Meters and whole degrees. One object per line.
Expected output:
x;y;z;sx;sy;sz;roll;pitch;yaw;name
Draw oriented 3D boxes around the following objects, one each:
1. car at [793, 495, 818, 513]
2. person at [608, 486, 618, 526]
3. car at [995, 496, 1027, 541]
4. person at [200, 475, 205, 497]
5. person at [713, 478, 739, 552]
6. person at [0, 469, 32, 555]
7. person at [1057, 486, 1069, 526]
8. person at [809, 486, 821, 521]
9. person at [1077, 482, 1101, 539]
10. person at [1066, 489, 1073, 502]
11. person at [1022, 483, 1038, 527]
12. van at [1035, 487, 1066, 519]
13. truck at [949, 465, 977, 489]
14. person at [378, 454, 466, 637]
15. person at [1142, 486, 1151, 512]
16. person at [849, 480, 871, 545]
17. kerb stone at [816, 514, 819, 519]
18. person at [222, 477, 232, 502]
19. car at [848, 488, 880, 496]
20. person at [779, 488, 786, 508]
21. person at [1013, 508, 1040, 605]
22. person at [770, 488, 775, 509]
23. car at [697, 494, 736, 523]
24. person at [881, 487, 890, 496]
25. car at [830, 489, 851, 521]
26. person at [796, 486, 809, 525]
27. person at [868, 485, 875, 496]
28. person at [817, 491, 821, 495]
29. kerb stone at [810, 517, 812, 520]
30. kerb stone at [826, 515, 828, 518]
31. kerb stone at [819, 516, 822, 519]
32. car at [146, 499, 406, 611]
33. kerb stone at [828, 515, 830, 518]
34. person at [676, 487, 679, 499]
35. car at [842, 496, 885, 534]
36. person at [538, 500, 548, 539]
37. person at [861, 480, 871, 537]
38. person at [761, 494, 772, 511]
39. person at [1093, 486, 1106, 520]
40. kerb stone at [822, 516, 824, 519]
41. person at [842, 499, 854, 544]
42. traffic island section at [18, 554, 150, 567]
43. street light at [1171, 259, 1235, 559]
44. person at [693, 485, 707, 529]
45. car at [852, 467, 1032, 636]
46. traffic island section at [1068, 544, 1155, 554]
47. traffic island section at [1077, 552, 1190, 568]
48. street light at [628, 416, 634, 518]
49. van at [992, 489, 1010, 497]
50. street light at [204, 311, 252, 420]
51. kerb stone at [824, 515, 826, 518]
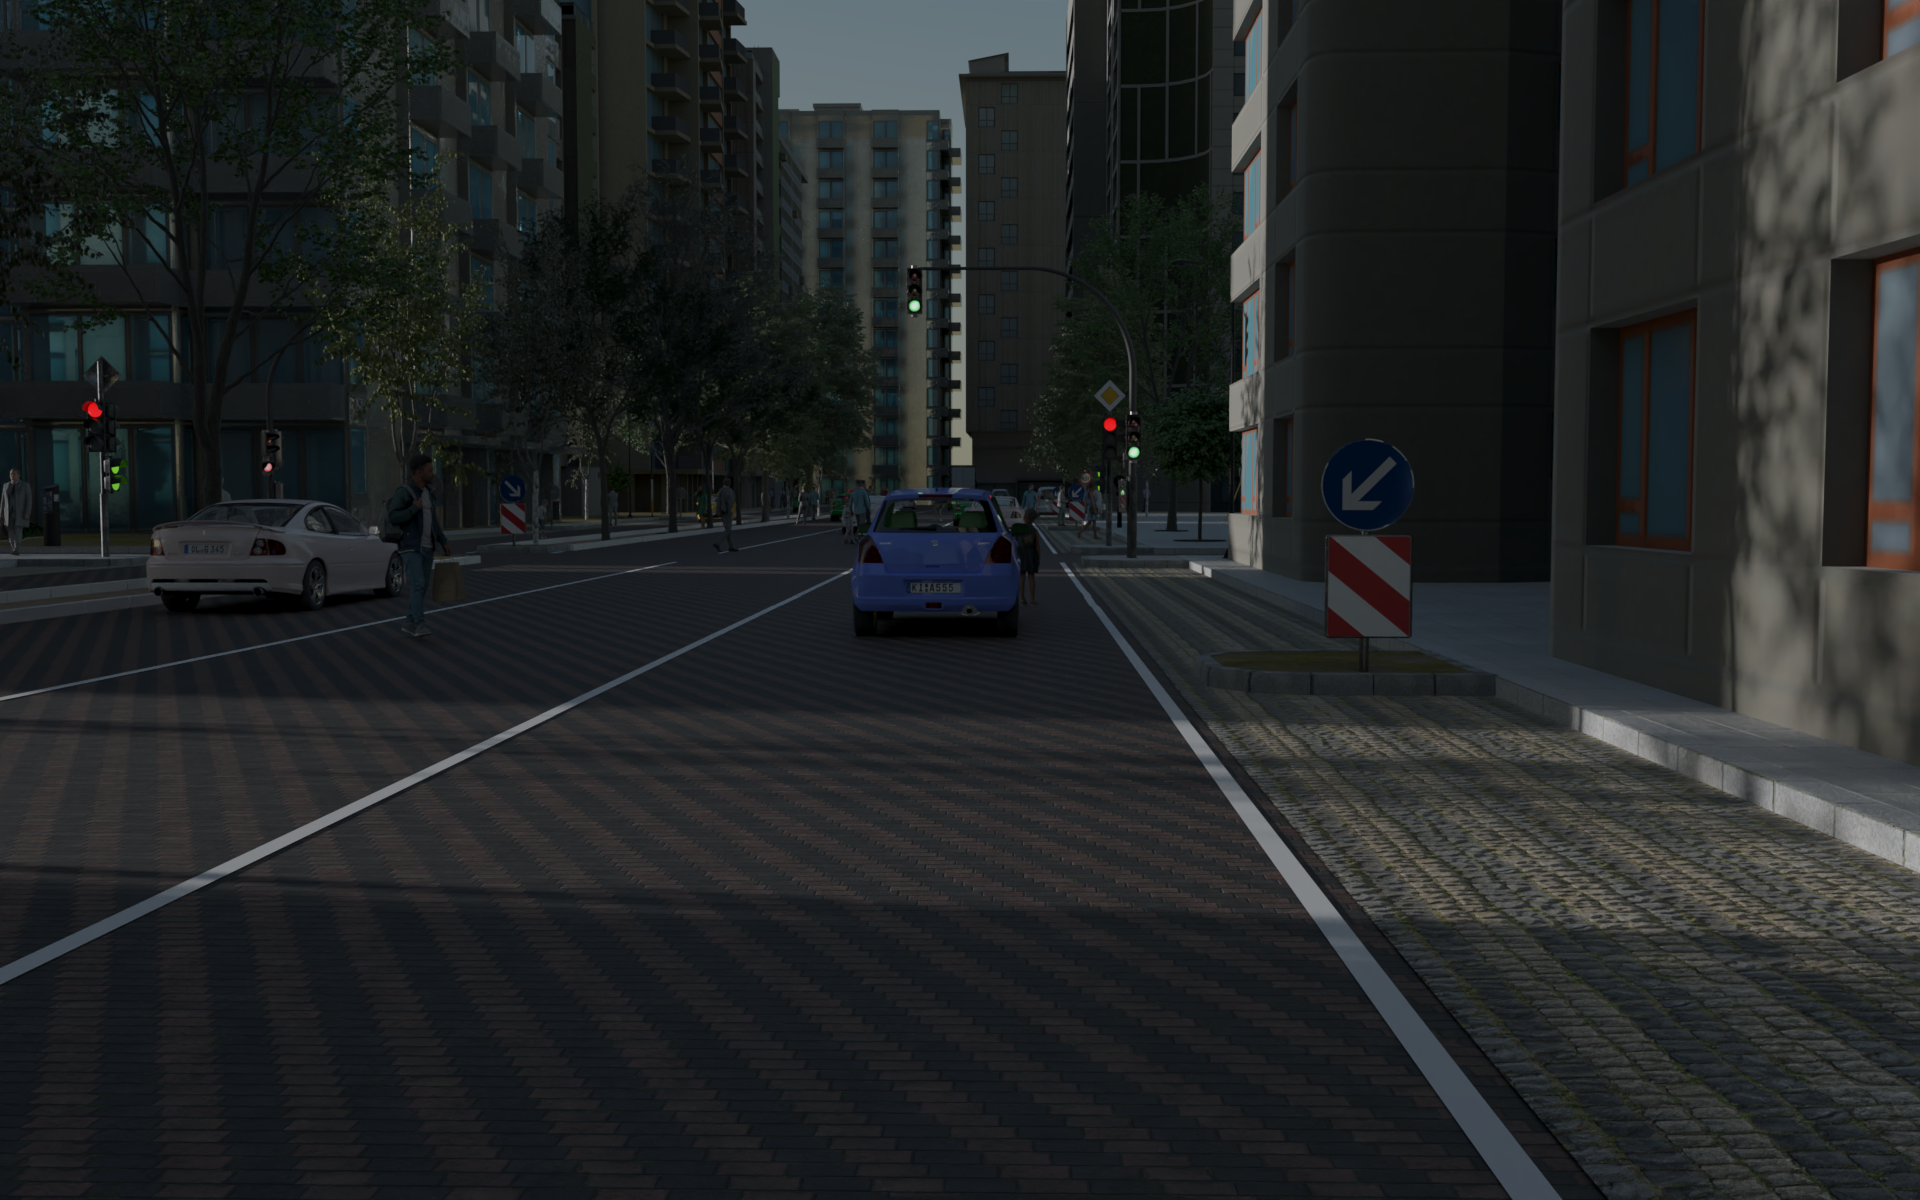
-11.823;-7.626;133.473;1.959;1.807;4.718;0;4;2;car
-15.664;-4.237;77.956;0.466;1.800;0.511;3;5;44;person
1.138;-2.558;54.179;2.083;1.381;4.827;0;4;3;car
-21.834;-2.737;50.595;0.655;1.846;0.447;-1;4;-14;person
-5.778;-2.096;42.873;0.850;1.850;0.679;-3;5;-44;person
-19.810;-1.841;36.253;0.694;1.812;0.767;0;4;-4;person
4.610;-4.179;77.032;0.583;1.804;0.606;0;4;0;person
-7.739;-5.084;91.487;0.638;1.841;0.748;2;4;28;person
4.125;-2.826;54.801;0.778;1.811;0.616;-1;4;-10;person
8.333;-7.497;129.448;1.217;1.723;0.721;-3;5;-44;person
2.756;-3.587;67.009;0.638;1.841;0.748;2;4;33;person
5.199;-5.721;100.545;2.013;2.044;4.112;0;4;1;van
0.328;-11.235;172.610;2.839;4.237;11.283;0;3;0;truck
-5.324;-0.532;17.182;0.713;1.824;0.794;3;4;38;person
12.913;-7.011;120.544;0.709;1.838;0.599;1;4;23;person
-2.873;-2.464;48.654;0.638;1.841;0.748;2;4;35;person
-8.212;-4.603;97.477;0.120;0.150;1.000;0;4;2;kerb stone
-13.351;-1.369;31.377;0.515;1.767;0.782;1;4;13;person
-6.212;-6.177;109.660;2.281;1.827;5.304;0;4;1;car
-15.806;-9.067;154.151;0.709;1.838;0.599;0;4;-6;person
0.856;-0.562;22.361;0.362;1.253;0.373;1;4;10;person
-16.309;-8.890;151.265;0.599;1.838;0.709;0;4;5;person
-12.192;-4.717;87.353;2.015;1.641;3.980;0;4;0;car
-4.136;-5.383;96.480;0.580;1.828;0.573;0;4;-1;person
-5.876;-5.084;91.925;1.959;1.807;4.718;0;4;0;car
-7.279;-4.359;80.040;0.520;1.790;0.573;-3;4;-36;person
-3.819;-4.042;74.693;0.767;1.812;0.694;2;4;27;person
-15.602;-11.237;190.432;0.551;1.740;0.621;0;4;-1;person
-8.307;-4.416;94.405;0.120;0.150;1.000;0;4;2;kerb stone
-8.069;-4.918;102.607;0.120;0.150;1.000;0;4;2;kerb stone
-8.165;-4.725;99.528;0.120;0.150;1.000;0;4;2;kerb stone
-8.783;-0.628;22.625;2.083;1.381;4.827;0;4;1;car
-8.039;-4.978;103.632;0.120;0.150;1.000;0;4;2;kerb stone
-18.704;-6.612;114.256;0.850;1.850;0.679;1;4;23;person
-3.242;-3.115;63.292;2.083;1.381;4.827;0;4;2;car
-13.390;-2.592;55.558;0.352;1.250;0.332;-1;4;-20;person
-3.173;-3.058;57.855;0.648;1.900;0.474;2;4;32;person
-12.074;-6.098;108.306;0.694;1.812;0.767;2;4;24;person
6.731;-4.781;84.563;0.694;1.780;0.624;-2;4;-24;person
-8.127;-4.792;100.549;0.120;0.150;1.000;0;4;2;kerb stone
-3.157;-2.246;49.508;0.394;1.301;0.425;1;4;17;person
-17.470;-0.802;35.393;2.009;0.180;2.903;0;4;2;traffic island section
4.860;-3.781;34.359;1.470;5.913;1.316;0;4;2;street light
-10.425;-3.749;70.048;0.600;1.795;0.529;2;4;25;person
-0.192;-0.560;18.752;1.945;1.707;3.694;0;4;2;car
3.698;-1.252;42.753;2.009;0.180;2.903;0;4;2;traffic island section
3.462;-0.764;34.772;2.009;0.180;2.903;0;4;2;traffic island section
-17.215;-7.371;93.051;1.470;5.913;1.316;0;4;2;street light
3.413;-8.494;145.884;2.013;2.044;4.112;0;4;2;van
-18.623;-4.371;43.999;1.470;5.913;1.316;0;4;2;street light
-8.103;-4.853;101.574;0.120;0.150;1.000;0;4;2;kerb stone
